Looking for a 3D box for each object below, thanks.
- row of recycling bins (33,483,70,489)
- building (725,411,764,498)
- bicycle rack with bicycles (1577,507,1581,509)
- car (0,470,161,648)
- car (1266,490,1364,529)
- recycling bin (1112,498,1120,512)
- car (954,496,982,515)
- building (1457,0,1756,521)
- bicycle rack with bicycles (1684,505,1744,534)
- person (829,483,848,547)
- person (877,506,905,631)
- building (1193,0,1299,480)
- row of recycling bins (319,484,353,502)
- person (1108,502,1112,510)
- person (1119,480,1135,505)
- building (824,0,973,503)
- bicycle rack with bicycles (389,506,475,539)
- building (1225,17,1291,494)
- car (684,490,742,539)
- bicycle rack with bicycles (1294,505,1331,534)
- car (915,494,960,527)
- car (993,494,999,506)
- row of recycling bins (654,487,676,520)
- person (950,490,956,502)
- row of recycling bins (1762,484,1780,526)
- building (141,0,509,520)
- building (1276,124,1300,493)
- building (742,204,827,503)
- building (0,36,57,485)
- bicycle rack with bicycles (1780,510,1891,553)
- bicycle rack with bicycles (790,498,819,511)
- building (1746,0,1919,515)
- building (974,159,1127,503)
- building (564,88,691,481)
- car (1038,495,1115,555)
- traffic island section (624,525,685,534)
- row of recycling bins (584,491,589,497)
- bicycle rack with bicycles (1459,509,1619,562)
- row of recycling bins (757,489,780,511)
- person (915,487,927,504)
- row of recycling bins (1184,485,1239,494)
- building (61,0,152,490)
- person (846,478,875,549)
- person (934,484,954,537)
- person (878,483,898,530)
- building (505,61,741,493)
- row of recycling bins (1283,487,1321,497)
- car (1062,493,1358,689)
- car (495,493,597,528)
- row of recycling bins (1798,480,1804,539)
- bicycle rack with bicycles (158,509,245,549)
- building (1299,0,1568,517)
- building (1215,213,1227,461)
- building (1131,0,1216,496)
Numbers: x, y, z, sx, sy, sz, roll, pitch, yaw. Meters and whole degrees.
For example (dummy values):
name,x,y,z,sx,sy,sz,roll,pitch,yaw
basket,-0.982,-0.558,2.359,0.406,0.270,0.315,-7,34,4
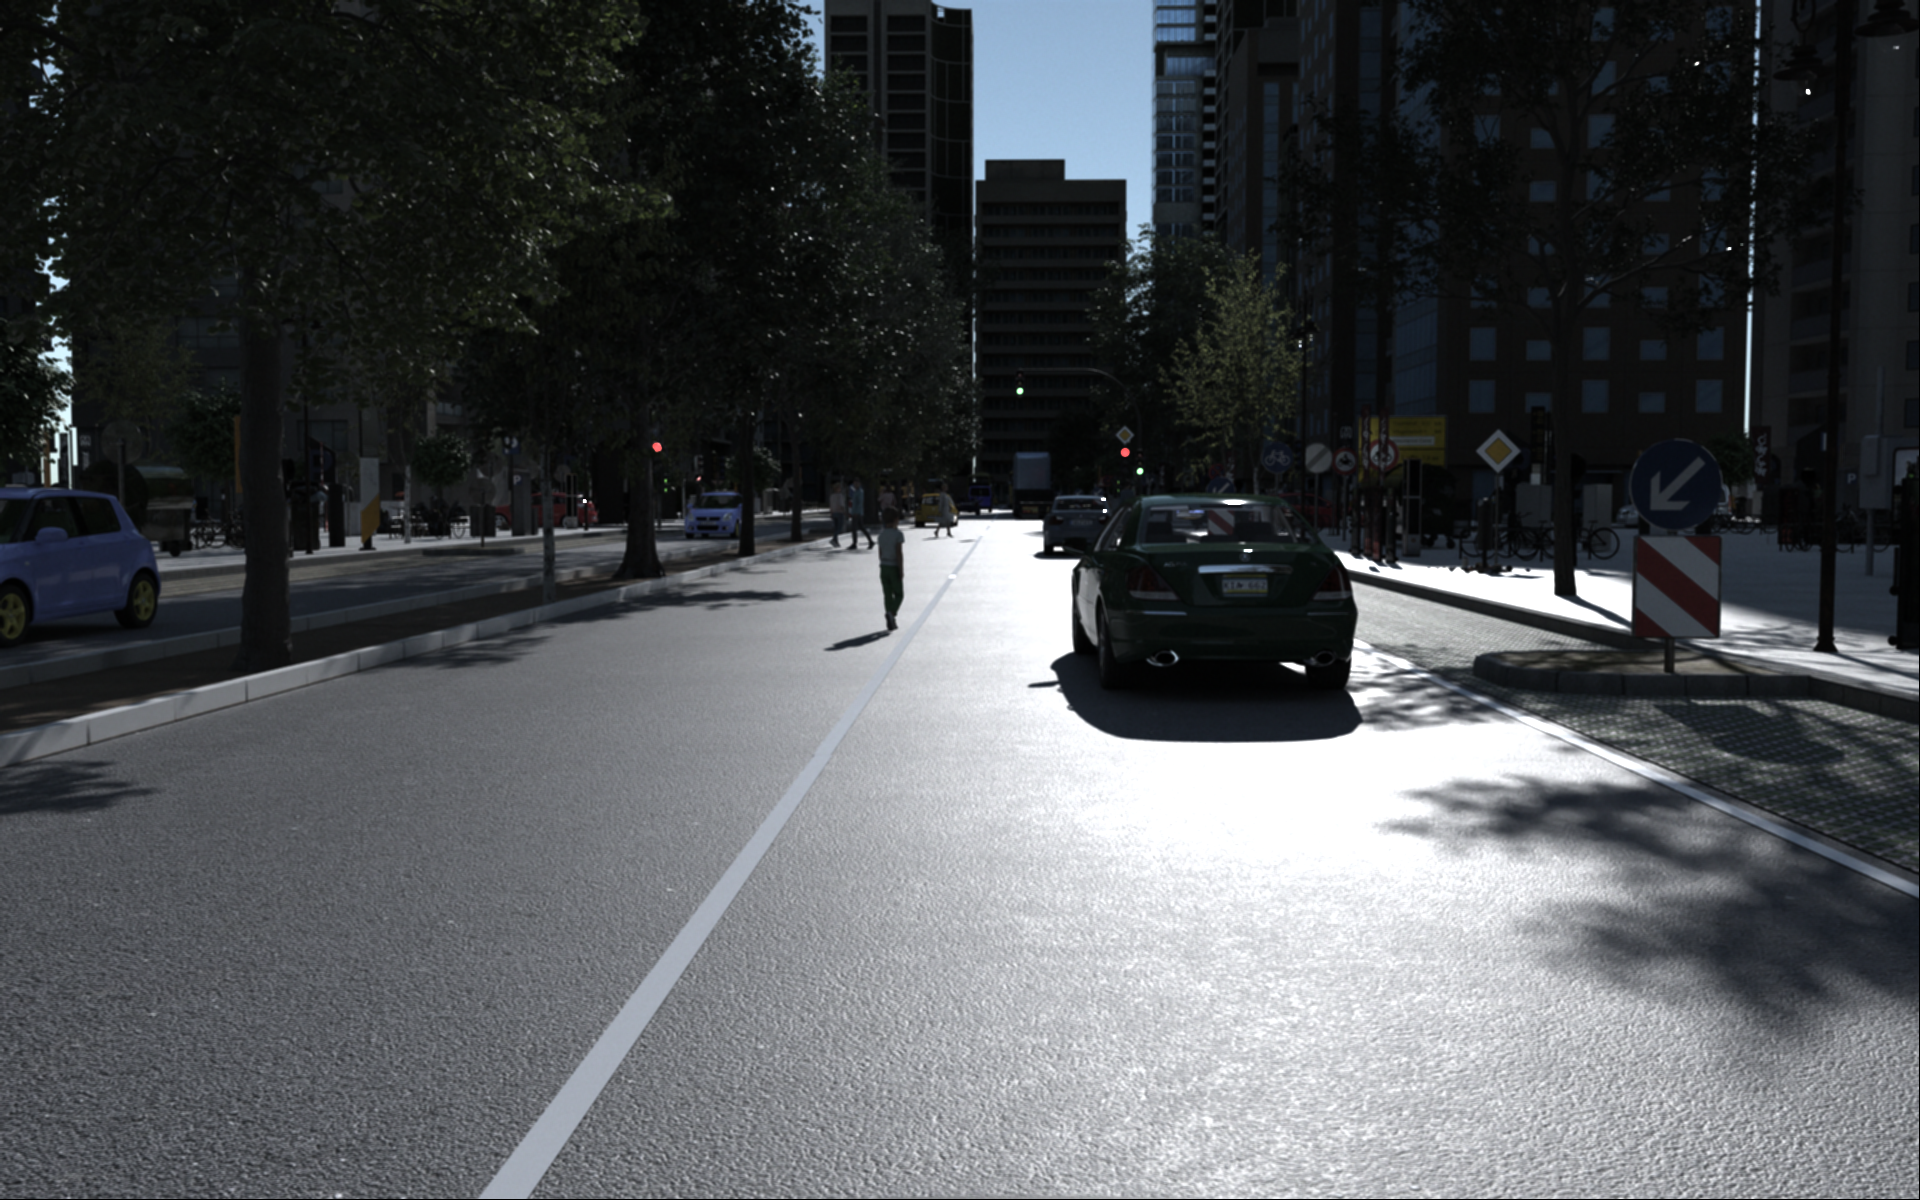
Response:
name,x,y,z,sx,sy,sz,roll,pitch,yaw
row of recycling bins,-34.286,-3.478,63.982,3.534,1.692,1.069,1,4,22
building,-30.414,-26.319,202.018,14.107,30.474,14.160,0,4,2
bicycle rack with bicycles,17.418,-2.239,49.991,2.852,0.926,2.925,2,4,35
car,-9.615,-0.470,17.278,1.945,1.707,3.694,0,4,3
car,13.187,-3.453,65.492,4.494,1.783,2.155,0,4,2
recycling bin,10.058,-5.884,108.764,0.722,1.027,0.722,-3,4,-36
car,0.524,-6.592,120.365,1.945,1.354,3.894,0,4,3
building,30.634,-26.833,88.835,14.200,45.320,14.600,0,4,2
bicycle rack with bicycles,24.830,-2.605,55.972,2.925,0.926,2.852,2,4,30
person,-3.307,-2.285,46.529,0.731,1.740,0.598,2,4,33
person,-0.726,-0.330,18.148,0.306,1.304,0.590,1,4,9
building,37.953,-46.313,195.469,20.563,71.187,20.611,0,4,2
row of recycling bins,-27.414,-4.031,73.014,3.534,1.692,1.069,-2,4,-31
person,4.246,-2.262,50.504,0.505,1.210,0.382,1,4,21
person,4.565,-2.365,47.184,0.581,1.822,0.654,-1,4,-9
building,-8.513,-49.842,253.174,20.611,71.187,20.563,0,4,2
bicycle rack with bicycles,-15.403,-2.236,49.941,2.852,0.926,2.925,0,4,7
building,33.101,-31.460,164.475,14.600,45.320,14.200,0,4,2
car,-7.928,-2.893,56.897,1.945,1.707,3.694,0,4,3
bicycle rack with bicycles,10.687,-2.616,56.161,2.925,0.926,2.852,0,4,-4
car,-1.018,-4.042,76.313,2.015,1.641,3.980,0,4,4
car,3.763,-12.384,212.698,2.015,1.641,3.980,0,4,3
row of recycling bins,-14.978,-4.949,88.028,1.069,1.692,3.534,-1,4,-15
person,-0.713,-9.704,167.238,0.705,1.814,1.350,1,4,18
row of recycling bins,34.258,-3.910,71.037,3.534,1.692,1.069,-2,4,-31
building,-33.166,-24.962,91.718,14.154,41.232,14.086,0,4,2
building,32.196,-22.417,138.214,14.160,30.474,14.107,0,4,2
building,-33.688,-36.735,255.236,28.867,44.769,22.147,0,4,2
building,-67.214,-33.755,93.895,28.212,58.520,21.231,0,4,2
bicycle rack with bicycles,19.481,-1.547,38.678,2.925,0.926,2.852,-2,4,-26
bicycle rack with bicycles,-13.048,-7.973,143.739,2.925,0.926,2.852,-2,4,-28
building,61.256,-33.746,93.745,28.212,58.520,21.231,0,4,2
building,12.980,-38.507,253.297,21.600,48.544,21.300,0,4,2
building,-34.321,-43.918,156.308,20.563,71.187,20.611,0,4,2
car,2.894,-1.826,41.860,2.014,1.417,4.499,0,4,3
traffic island section,-11.059,-2.528,63.615,2.009,0.180,2.903,0,4,2
row of recycling bins,-32.433,-8.542,146.772,3.534,1.692,1.069,1,4,19
bicycle rack with bicycles,11.096,-1.274,34.209,2.852,0.926,2.925,-3,5,-40
row of recycling bins,-14.391,-7.556,130.661,1.069,1.692,3.534,1,4,12
person,-1.890,-4.691,85.559,0.716,1.782,0.532,0,4,1
row of recycling bins,12.588,-4.860,86.568,3.534,1.692,1.069,-3,4,-37
building,-42.268,-32.508,120.748,28.713,52.752,27.495,0,4,2
person,-2.597,-2.245,45.073,0.748,1.841,0.638,0,4,3
person,-0.535,-2.966,57.342,0.624,1.780,0.694,2,4,34
person,-2.104,-2.640,52.249,0.593,1.750,0.643,-3,5,-39
building,-38.022,-36.193,181.001,28.713,52.752,27.495,0,4,2
row of recycling bins,20.273,-6.023,105.581,3.534,1.692,1.069,2,4,27
car,1.934,-0.143,14.142,2.131,1.459,4.920,0,4,0
car,-16.375,-3.559,67.228,4.494,1.783,2.155,0,4,1
row of recycling bins,25.645,-2.604,49.691,3.534,1.692,1.069,1,4,11
bicycle rack with bicycles,-17.373,-1.671,40.697,2.925,0.926,2.852,-1,4,-8
building,30.624,-28.476,115.686,14.600,45.320,14.200,0,4,2
building,33.351,-24.943,179.516,14.160,30.474,14.107,0,4,2
building,39.688,-57.486,252.575,31.000,86.520,22.319,0,4,2
